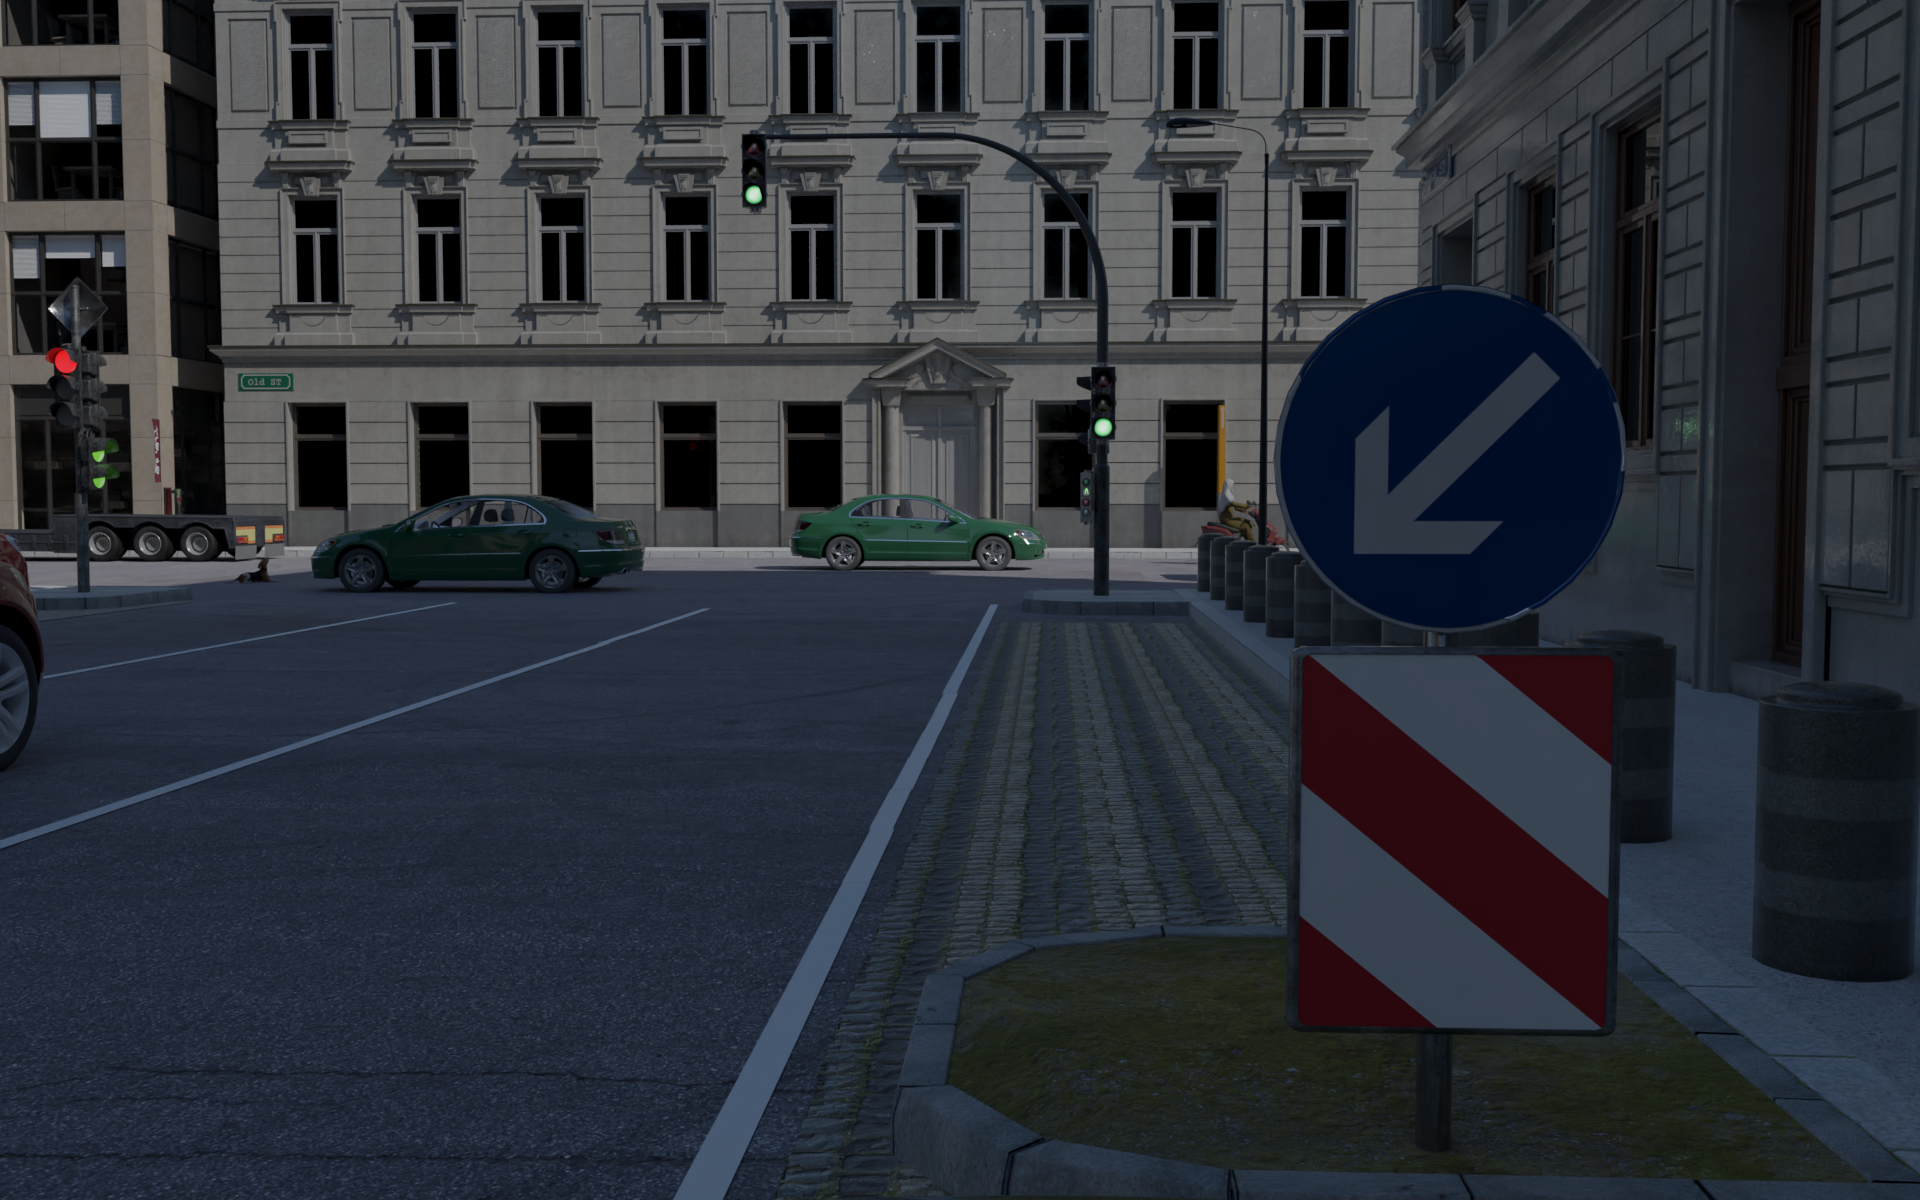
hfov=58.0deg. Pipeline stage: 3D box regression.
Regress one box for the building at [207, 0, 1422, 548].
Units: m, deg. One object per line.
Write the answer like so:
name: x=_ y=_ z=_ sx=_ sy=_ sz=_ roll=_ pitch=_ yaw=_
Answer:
building: x=3.961 y=-16.614 z=48.048 sx=44.131 sy=29.872 sz=17.030 roll=0 pitch=4 yaw=3

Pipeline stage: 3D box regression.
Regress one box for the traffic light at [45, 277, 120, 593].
traffic light: x=-11.429 y=-2.054 z=22.508 sx=0.839 sy=4.253 sz=0.868 roll=0 pitch=4 yaw=3

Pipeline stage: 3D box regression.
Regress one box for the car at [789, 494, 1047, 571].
car: x=-0.797 y=-1.304 z=33.115 sx=4.920 sy=1.459 sz=2.131 roll=0 pitch=4 yaw=1

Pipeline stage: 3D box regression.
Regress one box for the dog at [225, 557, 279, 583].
dog: x=-11.456 y=-0.479 z=28.024 sx=0.748 sy=0.427 sz=0.550 roll=0 pitch=4 yaw=-2

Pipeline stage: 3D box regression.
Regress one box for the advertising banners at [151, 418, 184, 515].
advertising banners: x=-18.801 y=-2.747 z=41.109 sx=0.090 sy=3.025 sz=2.074 roll=0 pitch=4 yaw=-7

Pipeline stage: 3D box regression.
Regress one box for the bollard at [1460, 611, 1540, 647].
bollard: x=2.577 y=0.390 z=8.344 sx=0.404 sy=0.777 sz=0.398 roll=0 pitch=3 yaw=0

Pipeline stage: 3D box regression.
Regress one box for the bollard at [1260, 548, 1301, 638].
bollard: x=2.956 y=-0.053 z=15.588 sx=0.404 sy=0.777 sz=0.398 roll=0 pitch=3 yaw=0

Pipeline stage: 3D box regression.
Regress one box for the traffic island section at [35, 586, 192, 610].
traffic island section: x=-11.469 y=-0.022 z=22.645 sx=2.009 sy=0.180 sz=2.903 roll=0 pitch=4 yaw=3

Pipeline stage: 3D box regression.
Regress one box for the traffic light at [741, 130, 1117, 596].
traffic light: x=-0.329 y=-2.883 z=21.805 sx=4.771 sy=5.953 sz=1.251 roll=0 pitch=4 yaw=3

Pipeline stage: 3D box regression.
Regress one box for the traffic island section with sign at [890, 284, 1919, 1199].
traffic island section with sign: x=0.866 y=0.278 z=4.082 sx=1.989 sy=1.847 sz=2.006 roll=0 pitch=4 yaw=3

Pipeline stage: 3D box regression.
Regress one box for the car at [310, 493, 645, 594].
car: x=-7.199 y=-0.861 z=25.868 sx=4.920 sy=1.459 sz=2.131 roll=0 pitch=4 yaw=3

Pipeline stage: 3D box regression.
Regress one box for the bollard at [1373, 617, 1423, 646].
bollard: x=2.676 y=0.279 z=10.150 sx=0.404 sy=0.777 sz=0.398 roll=0 pitch=3 yaw=0

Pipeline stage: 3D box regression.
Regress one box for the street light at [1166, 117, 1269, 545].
street light: x=3.235 y=-2.994 z=21.499 sx=1.470 sy=5.913 sz=1.316 roll=0 pitch=4 yaw=3

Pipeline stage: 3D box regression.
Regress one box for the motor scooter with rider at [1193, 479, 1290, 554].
motor scooter with rider: x=5.739 y=-1.610 z=35.291 sx=1.986 sy=1.779 sz=0.876 roll=0 pitch=4 yaw=1

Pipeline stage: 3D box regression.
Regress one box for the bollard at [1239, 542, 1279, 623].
bollard: x=3.053 y=-0.165 z=17.410 sx=0.404 sy=0.777 sz=0.398 roll=0 pitch=3 yaw=0

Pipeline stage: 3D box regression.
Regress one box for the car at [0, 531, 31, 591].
car: x=-9.067 y=-0.262 z=13.317 sx=2.155 sy=1.783 sz=4.494 roll=0 pitch=4 yaw=2

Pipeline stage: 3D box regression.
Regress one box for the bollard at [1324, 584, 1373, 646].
bollard: x=2.770 y=0.168 z=11.976 sx=0.404 sy=0.777 sz=0.398 roll=0 pitch=3 yaw=0

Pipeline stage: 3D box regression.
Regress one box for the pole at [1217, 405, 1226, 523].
pole: x=6.022 y=-2.818 z=39.912 sx=0.158 sy=3.312 sz=0.155 roll=0 pitch=3 yaw=0

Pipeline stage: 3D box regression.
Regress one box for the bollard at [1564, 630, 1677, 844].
bollard: x=2.480 y=0.501 z=6.529 sx=0.404 sy=0.777 sz=0.398 roll=0 pitch=3 yaw=0

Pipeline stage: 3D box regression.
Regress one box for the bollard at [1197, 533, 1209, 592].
bollard: x=3.333 y=-0.497 z=22.839 sx=0.404 sy=0.777 sz=0.398 roll=0 pitch=3 yaw=0

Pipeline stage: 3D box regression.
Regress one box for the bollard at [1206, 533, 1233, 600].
bollard: x=3.241 y=-0.386 z=21.032 sx=0.404 sy=0.777 sz=0.398 roll=0 pitch=3 yaw=0

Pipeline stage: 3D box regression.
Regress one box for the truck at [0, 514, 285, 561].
truck: x=-24.510 y=-2.942 z=37.868 sx=18.799 sy=4.110 sz=2.967 roll=0 pitch=4 yaw=3

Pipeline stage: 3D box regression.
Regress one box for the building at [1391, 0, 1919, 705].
building: x=9.819 y=-10.606 z=9.570 sx=11.583 sy=22.565 sz=21.152 roll=0 pitch=4 yaw=3

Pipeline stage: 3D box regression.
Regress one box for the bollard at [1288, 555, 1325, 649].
bollard: x=2.864 y=0.057 z=13.782 sx=0.404 sy=0.777 sz=0.398 roll=0 pitch=3 yaw=0

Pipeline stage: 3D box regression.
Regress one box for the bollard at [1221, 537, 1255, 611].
bollard: x=3.147 y=-0.275 z=19.221 sx=0.404 sy=0.777 sz=0.398 roll=0 pitch=3 yaw=0

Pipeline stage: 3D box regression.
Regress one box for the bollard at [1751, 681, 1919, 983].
bollard: x=2.386 y=0.611 z=4.723 sx=0.404 sy=0.777 sz=0.398 roll=0 pitch=3 yaw=0

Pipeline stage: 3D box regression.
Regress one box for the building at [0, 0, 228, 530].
building: x=-35.987 y=-15.136 z=51.993 sx=34.151 sy=26.468 sz=19.350 roll=0 pitch=4 yaw=3

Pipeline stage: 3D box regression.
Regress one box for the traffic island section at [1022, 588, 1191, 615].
traffic island section: x=1.804 y=0.020 z=21.949 sx=2.009 sy=0.180 sz=2.903 roll=0 pitch=4 yaw=3

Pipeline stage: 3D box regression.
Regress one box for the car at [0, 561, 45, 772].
car: x=-6.033 y=0.086 z=7.262 sx=2.281 sy=1.827 sz=5.304 roll=0 pitch=4 yaw=4
